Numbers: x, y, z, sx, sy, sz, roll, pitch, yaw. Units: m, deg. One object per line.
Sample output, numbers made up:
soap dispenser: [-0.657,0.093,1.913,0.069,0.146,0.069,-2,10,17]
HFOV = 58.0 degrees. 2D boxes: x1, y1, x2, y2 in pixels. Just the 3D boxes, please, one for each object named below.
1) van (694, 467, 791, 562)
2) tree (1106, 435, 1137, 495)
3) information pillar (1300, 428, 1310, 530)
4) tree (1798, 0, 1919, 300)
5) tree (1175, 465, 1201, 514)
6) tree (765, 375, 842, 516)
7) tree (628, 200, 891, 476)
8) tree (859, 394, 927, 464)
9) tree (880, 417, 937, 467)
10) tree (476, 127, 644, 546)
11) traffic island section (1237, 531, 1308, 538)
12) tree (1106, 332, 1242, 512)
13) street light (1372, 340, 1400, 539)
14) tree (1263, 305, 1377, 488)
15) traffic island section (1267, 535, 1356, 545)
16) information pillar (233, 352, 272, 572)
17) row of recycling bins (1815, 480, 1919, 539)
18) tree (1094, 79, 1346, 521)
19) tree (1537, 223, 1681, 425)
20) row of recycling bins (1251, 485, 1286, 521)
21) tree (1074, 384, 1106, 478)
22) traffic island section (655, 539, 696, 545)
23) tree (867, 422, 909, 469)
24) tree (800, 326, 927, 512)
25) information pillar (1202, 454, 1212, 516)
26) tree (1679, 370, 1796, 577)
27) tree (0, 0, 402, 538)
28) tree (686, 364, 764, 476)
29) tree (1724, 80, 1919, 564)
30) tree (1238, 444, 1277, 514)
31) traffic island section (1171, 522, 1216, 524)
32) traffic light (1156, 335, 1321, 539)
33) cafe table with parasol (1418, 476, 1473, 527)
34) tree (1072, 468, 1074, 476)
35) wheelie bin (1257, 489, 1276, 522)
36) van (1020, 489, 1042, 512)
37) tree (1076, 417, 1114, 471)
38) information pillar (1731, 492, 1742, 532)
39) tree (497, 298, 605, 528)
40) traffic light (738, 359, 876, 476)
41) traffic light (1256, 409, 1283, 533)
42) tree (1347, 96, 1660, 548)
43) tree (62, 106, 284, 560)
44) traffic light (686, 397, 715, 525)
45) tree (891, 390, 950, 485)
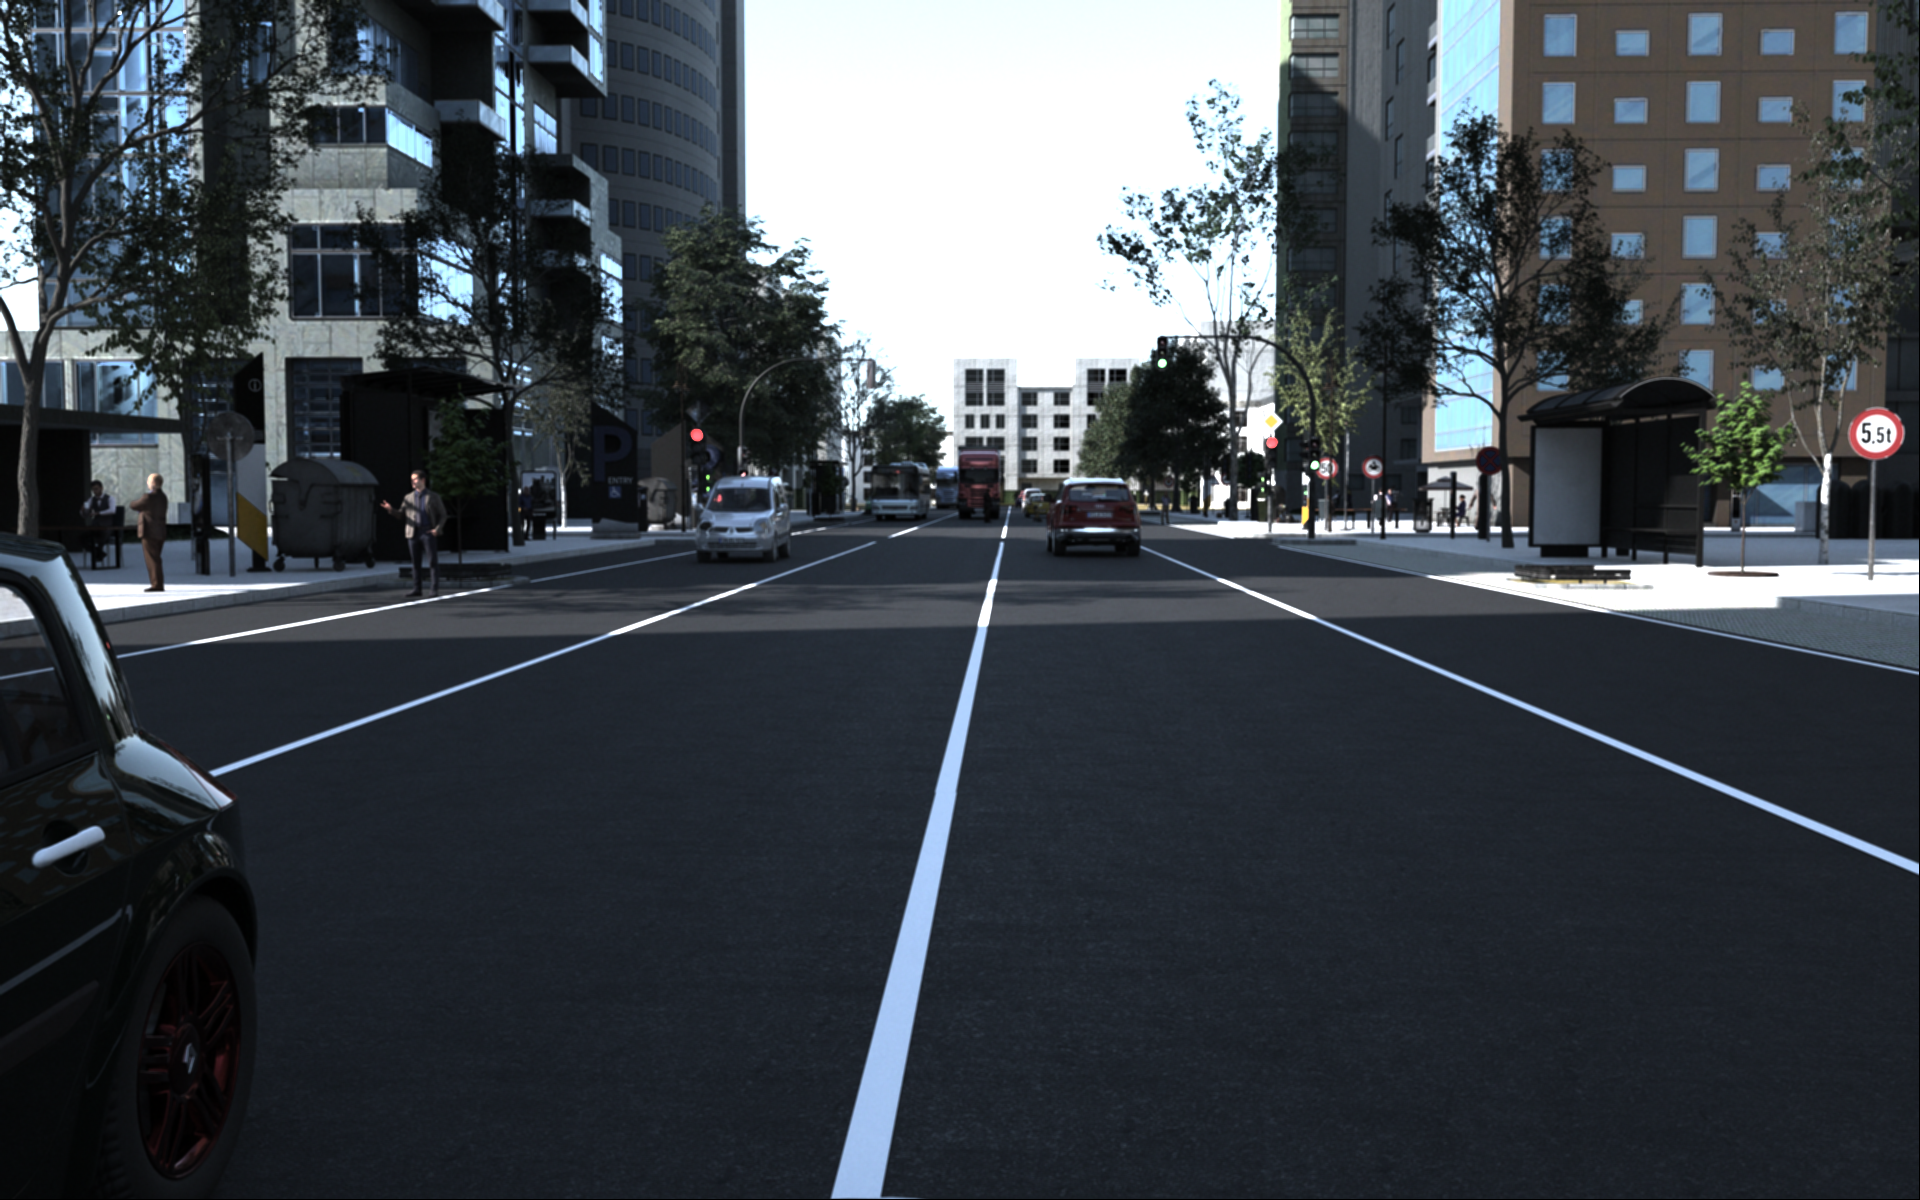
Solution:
van: [-4.690,-1.882,37.787,2.013,2.044,4.112,0,4,1]
tree: [16.076,-12.889,161.089,4.737,8.622,4.395,0,3,0]
information pillar: [12.397,-4.300,61.661,0.183,3.616,0.504,-3,4,-37]
tree: [10.961,-4.090,17.239,4.737,8.622,4.395,0,3,0]
tree: [15.005,-7.259,113.288,1.663,3.219,1.824,0,3,0]
tree: [-8.928,-9.174,100.363,4.737,8.622,4.395,0,3,0]
tree: [-9.585,-10.286,74.832,9.857,13.997,8.962,0,3,0]
tree: [-6.908,-15.461,178.535,9.928,11.665,9.643,0,3,0]
tree: [-6.216,-15.922,194.734,7.601,10.594,8.767,-3,5,-43]
tree: [-11.254,-6.614,42.555,7.601,10.594,8.767,0,4,1]
traffic island section: [10.356,-2.170,57.768,2.009,0.180,2.903,0,4,2]
tree: [15.492,-12.587,122.810,9.611,12.733,9.660,0,3,0]
street light: [12.071,-4.676,49.248,0.468,5.910,1.993,0,4,2]
tree: [14.006,-7.180,67.759,4.737,8.622,4.395,0,3,0]
traffic island section: [10.112,-1.682,49.786,2.009,0.180,2.903,0,4,2]
information pillar: [-11.651,-2.270,28.477,0.504,3.616,0.183,-3,5,-43]
row of recycling bins: [26.462,-2.609,49.764,3.534,1.692,1.069,0,4,-2]
tree: [11.923,-13.834,82.071,12.611,20.169,13.585,0,3,0]
tree: [17.960,-5.980,48.128,4.360,8.622,3.978,0,3,0]
row of recycling bins: [14.636,-4.613,82.540,1.069,1.692,3.534,0,4,-6]
tree: [15.698,-13.627,139.811,9.611,12.733,9.660,0,3,0]
traffic island section: [-7.581,-1.716,50.330,2.009,0.180,2.903,0,4,2]
tree: [-7.098,-13.268,167.287,4.737,8.622,4.395,0,3,0]
tree: [-7.614,-13.150,125.368,12.009,13.543,11.850,0,3,0]
information pillar: [14.482,-6.740,101.557,0.504,3.616,0.183,0,4,-2]
tree: [12.168,-1.991,27.162,1.663,3.219,1.824,0,3,0]
tree: [-11.464,-5.293,20.957,8.767,10.594,7.601,-2,4,-34]
tree: [-13.326,-8.801,94.266,4.737,8.622,4.395,0,3,0]
tree: [15.840,-4.975,31.706,4.360,8.622,3.978,0,3,0]
tree: [19.040,-7.896,112.819,4.285,4.588,4.351,0,3,0]
traffic island section: [11.111,-3.651,82.557,1.991,0.108,1.994,0,4,2]
traffic light: [7.978,-4.583,49.596,4.771,5.953,1.251,0,4,2]
cafe table with parasol: [18.834,-3.815,67.240,2.610,1.966,2.610,-2,4,-24]
tree: [15.878,-15.559,171.404,9.611,12.733,9.660,0,3,0]
wheelie bin: [13.874,-4.315,78.456,0.693,1.594,0.980,-2,4,-31]
van: [5.801,-8.037,138.419,2.013,2.044,4.112,0,4,2]
tree: [16.655,-16.248,200.070,7.601,10.594,8.767,-3,5,-41]
information pillar: [26.537,-3.345,59.179,0.304,2.012,0.304,2,4,27]
tree: [-14.923,-6.987,64.599,4.360,8.622,3.978,0,3,0]
traffic light: [-5.204,-5.106,58.147,4.771,5.953,1.251,0,4,2]
traffic light: [10.316,-4.204,57.655,0.839,4.253,0.868,0,4,2]
tree: [12.751,-6.527,41.124,7.601,10.594,8.767,1,4,15]
tree: [-14.857,-5.068,33.216,4.737,8.622,4.395,0,3,0]
traffic light: [-7.541,-3.748,50.194,0.839,4.253,0.868,0,4,2]
tree: [-5.925,-18.605,210.841,9.857,13.997,8.962,0,3,0]
